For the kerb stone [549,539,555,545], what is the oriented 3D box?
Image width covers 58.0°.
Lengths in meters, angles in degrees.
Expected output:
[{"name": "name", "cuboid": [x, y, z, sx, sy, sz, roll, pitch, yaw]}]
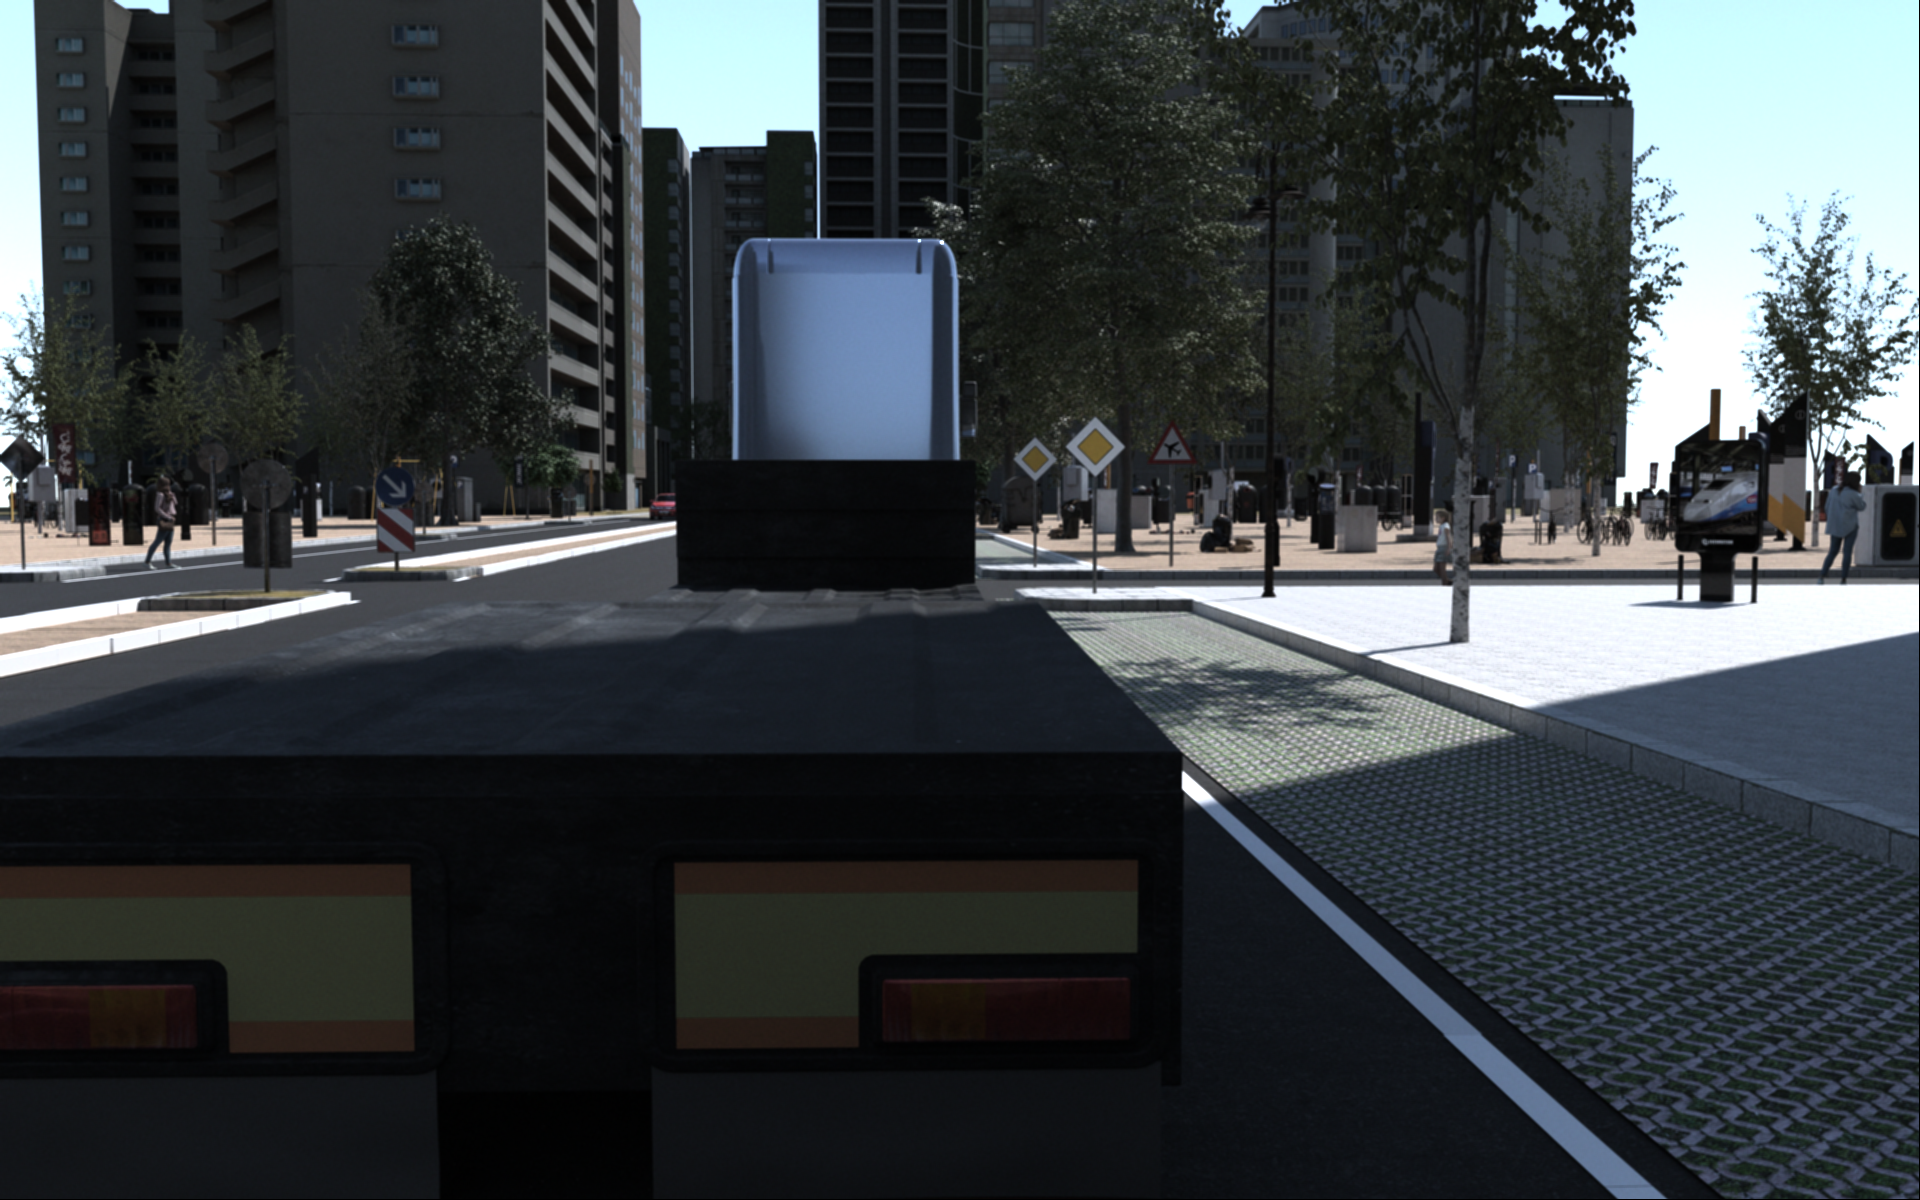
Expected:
[{"name": "kerb stone", "cuboid": [-11.472, -1.588, 48.167, 0.120, 0.150, 1.000, 0, 4, -3]}]

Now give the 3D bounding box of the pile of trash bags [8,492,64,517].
[{"name": "pile of trash bags", "cuboid": [-51.290, -5.257, 95.700, 3.447, 1.369, 1.912, 1, 4, 22]}]

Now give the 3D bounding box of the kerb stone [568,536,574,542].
[{"name": "kerb stone", "cuboid": [-11.646, -1.773, 51.245, 0.120, 0.150, 1.000, 0, 4, -3]}]

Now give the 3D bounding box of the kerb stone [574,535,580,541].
[{"name": "kerb stone", "cuboid": [-11.695, -1.839, 52.266, 0.120, 0.150, 1.000, 0, 4, -3]}]

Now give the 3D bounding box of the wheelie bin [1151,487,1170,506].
[{"name": "wheelie bin", "cuboid": [9.426, -4.490, 81.327, 0.980, 1.594, 0.693, -1, 4, -10]}]

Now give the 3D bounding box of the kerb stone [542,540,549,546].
[{"name": "kerb stone", "cuboid": [-11.419, -1.526, 47.138, 0.120, 0.150, 1.000, 0, 4, -3]}]

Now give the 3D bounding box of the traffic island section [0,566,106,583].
[{"name": "traffic island section", "cuboid": [-15.933, -0.437, 29.433, 2.009, 0.180, 2.903, 0, 4, -3]}]

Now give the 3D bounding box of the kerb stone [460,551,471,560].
[{"name": "kerb stone", "cuboid": [-10.934, -0.962, 37.924, 0.120, 0.150, 1.000, 0, 4, -3]}]

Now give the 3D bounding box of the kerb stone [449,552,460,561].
[{"name": "kerb stone", "cuboid": [-10.877, -0.899, 36.896, 0.120, 0.150, 1.000, 0, 4, -3]}]

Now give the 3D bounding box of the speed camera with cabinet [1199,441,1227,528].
[{"name": "speed camera with cabinet", "cuboid": [9.593, -4.373, 65.833, 0.660, 3.252, 2.038, 0, 4, -6]}]

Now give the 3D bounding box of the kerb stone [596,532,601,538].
[{"name": "kerb stone", "cuboid": [-11.920, -2.090, 56.361, 0.120, 0.150, 1.000, 0, 4, -3]}]

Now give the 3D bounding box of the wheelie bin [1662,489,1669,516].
[{"name": "wheelie bin", "cuboid": [41.924, -5.840, 103.398, 0.980, 1.594, 0.693, -3, 5, -43]}]

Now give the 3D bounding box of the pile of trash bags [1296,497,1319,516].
[{"name": "pile of trash bags", "cuboid": [19.742, -5.634, 101.868, 3.447, 1.369, 1.912, -2, 4, -33]}]

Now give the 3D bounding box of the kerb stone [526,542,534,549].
[{"name": "kerb stone", "cuboid": [-11.313, -1.400, 45.092, 0.120, 0.150, 1.000, 0, 4, -3]}]

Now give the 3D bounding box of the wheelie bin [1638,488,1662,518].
[{"name": "wheelie bin", "cuboid": [36.874, -5.203, 92.979, 0.693, 1.594, 0.980, -1, 4, -22]}]

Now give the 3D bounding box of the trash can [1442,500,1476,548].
[{"name": "trash can", "cuboid": [11.128, -1.649, 38.616, 0.748, 1.137, 0.748, 0, 3, 0]}]

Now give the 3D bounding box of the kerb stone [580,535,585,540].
[{"name": "kerb stone", "cuboid": [-11.749, -1.901, 53.291, 0.120, 0.150, 1.000, 0, 4, -3]}]

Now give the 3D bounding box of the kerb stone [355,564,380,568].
[{"name": "kerb stone", "cuboid": [-10.554, -0.520, 30.758, 0.120, 0.150, 1.000, 0, 4, -3]}]

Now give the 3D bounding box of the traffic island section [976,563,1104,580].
[{"name": "traffic island section", "cuboid": [1.334, -0.493, 30.343, 2.009, 0.180, 2.903, 0, 4, -3]}]

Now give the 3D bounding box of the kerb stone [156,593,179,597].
[{"name": "kerb stone", "cuboid": [-10.081, 0.016, 22.006, 0.120, 0.150, 1.000, 0, 4, -3]}]

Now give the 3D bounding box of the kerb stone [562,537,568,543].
[{"name": "kerb stone", "cuboid": [-11.590, -1.714, 50.211, 0.120, 0.150, 1.000, 0, 4, -3]}]

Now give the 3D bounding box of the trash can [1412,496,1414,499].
[{"name": "trash can", "cuboid": [27.529, -5.695, 104.763, 0.748, 1.137, 0.748, 0, 3, 0]}]

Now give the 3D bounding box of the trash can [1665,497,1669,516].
[{"name": "trash can", "cuboid": [41.397, -5.454, 100.820, 0.748, 1.137, 0.748, 0, 3, 0]}]

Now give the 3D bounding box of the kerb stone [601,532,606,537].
[{"name": "kerb stone", "cuboid": [-11.964, -2.152, 57.382, 0.120, 0.150, 1.000, 0, 4, -3]}]

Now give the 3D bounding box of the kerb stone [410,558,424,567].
[{"name": "kerb stone", "cuboid": [-10.715, -0.711, 33.827, 0.120, 0.150, 1.000, 0, 4, -3]}]

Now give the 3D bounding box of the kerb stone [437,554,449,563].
[{"name": "kerb stone", "cuboid": [-10.823, -0.830, 35.876, 0.120, 0.150, 1.000, 0, 4, -3]}]

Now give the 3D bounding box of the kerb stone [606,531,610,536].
[{"name": "kerb stone", "cuboid": [-12.024, -2.212, 58.407, 0.120, 0.150, 1.000, 0, 4, -3]}]

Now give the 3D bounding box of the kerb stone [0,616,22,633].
[{"name": "kerb stone", "cuboid": [-9.864, 0.269, 17.916, 0.120, 0.150, 1.000, 0, 4, -3]}]

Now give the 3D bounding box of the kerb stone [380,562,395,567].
[{"name": "kerb stone", "cuboid": [-10.603, -0.586, 31.781, 0.120, 0.150, 1.000, 0, 4, -3]}]

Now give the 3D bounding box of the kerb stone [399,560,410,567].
[{"name": "kerb stone", "cuboid": [-10.662, -0.649, 32.806, 0.120, 0.150, 1.000, 0, 4, -3]}]

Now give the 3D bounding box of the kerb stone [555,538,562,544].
[{"name": "kerb stone", "cuboid": [-11.534, -1.651, 49.191, 0.120, 0.150, 1.000, 0, 4, -3]}]

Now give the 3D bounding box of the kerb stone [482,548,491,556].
[{"name": "kerb stone", "cuboid": [-11.043, -1.086, 39.966, 0.120, 0.150, 1.000, 0, 4, -3]}]

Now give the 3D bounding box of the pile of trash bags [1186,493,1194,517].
[{"name": "pile of trash bags", "cuboid": [14.564, -5.489, 99.497, 3.447, 1.369, 1.912, -1, 4, -19]}]

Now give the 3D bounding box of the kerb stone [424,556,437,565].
[{"name": "kerb stone", "cuboid": [-10.764, -0.774, 34.855, 0.120, 0.150, 1.000, 0, 4, -3]}]

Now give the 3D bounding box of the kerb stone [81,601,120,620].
[{"name": "kerb stone", "cuboid": [-9.989, 0.137, 19.959, 0.120, 0.150, 1.000, 0, 4, -3]}]

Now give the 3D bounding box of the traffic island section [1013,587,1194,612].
[{"name": "traffic island section", "cuboid": [1.758, -0.005, 22.369, 2.009, 0.180, 2.903, 0, 4, -3]}]

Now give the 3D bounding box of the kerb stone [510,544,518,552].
[{"name": "kerb stone", "cuboid": [-11.201, -1.275, 43.048, 0.120, 0.150, 1.000, 0, 4, -3]}]

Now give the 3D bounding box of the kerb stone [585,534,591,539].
[{"name": "kerb stone", "cuboid": [-11.807, -1.965, 54.319, 0.120, 0.150, 1.000, 0, 4, -3]}]

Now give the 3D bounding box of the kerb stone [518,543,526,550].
[{"name": "kerb stone", "cuboid": [-11.268, -1.333, 44.071, 0.120, 0.150, 1.000, 0, 4, -3]}]

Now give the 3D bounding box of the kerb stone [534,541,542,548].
[{"name": "kerb stone", "cuboid": [-11.360, -1.463, 46.118, 0.120, 0.150, 1.000, 0, 4, -3]}]

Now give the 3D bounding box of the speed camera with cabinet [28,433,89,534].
[{"name": "speed camera with cabinet", "cuboid": [-29.298, -3.812, 56.667, 2.038, 3.252, 0.660, -3, 5, -43]}]

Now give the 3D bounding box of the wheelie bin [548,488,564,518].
[{"name": "wheelie bin", "cuboid": [-21.466, -5.162, 92.308, 0.980, 1.594, 0.693, -1, 4, -15]}]

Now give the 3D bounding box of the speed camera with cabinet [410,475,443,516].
[{"name": "speed camera with cabinet", "cuboid": [-30.954, -6.462, 99.993, 2.038, 3.252, 0.660, -1, 4, -20]}]

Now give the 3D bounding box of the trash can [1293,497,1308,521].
[{"name": "trash can", "cuboid": [16.322, -4.361, 82.960, 0.748, 1.137, 0.748, 0, 3, 0]}]

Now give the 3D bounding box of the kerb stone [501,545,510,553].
[{"name": "kerb stone", "cuboid": [-11.150, -1.212, 42.014, 0.120, 0.150, 1.000, 0, 4, -3]}]

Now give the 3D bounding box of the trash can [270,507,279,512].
[{"name": "trash can", "cuboid": [-31.697, -4.171, 79.844, 0.748, 1.137, 0.748, 0, 3, 0]}]

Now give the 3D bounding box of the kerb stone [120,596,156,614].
[{"name": "kerb stone", "cuboid": [-10.037, 0.074, 20.981, 0.120, 0.150, 1.000, 0, 4, -3]}]

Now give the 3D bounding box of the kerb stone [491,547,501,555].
[{"name": "kerb stone", "cuboid": [-11.099, -1.148, 40.990, 0.120, 0.150, 1.000, 0, 4, -3]}]

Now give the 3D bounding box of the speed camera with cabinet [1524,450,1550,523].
[{"name": "speed camera with cabinet", "cuboid": [26.404, -5.134, 78.271, 2.038, 3.252, 0.660, -2, 4, -32]}]

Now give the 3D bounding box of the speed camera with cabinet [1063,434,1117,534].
[{"name": "speed camera with cabinet", "cuboid": [4.397, -3.800, 56.464, 2.038, 3.252, 0.660, 2, 4, 29]}]

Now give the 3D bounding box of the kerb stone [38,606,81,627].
[{"name": "kerb stone", "cuboid": [-9.929, 0.199, 18.939, 0.120, 0.150, 1.000, 0, 4, -3]}]

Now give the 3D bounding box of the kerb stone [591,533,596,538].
[{"name": "kerb stone", "cuboid": [-11.861, -2.027, 55.341, 0.120, 0.150, 1.000, 0, 4, -3]}]

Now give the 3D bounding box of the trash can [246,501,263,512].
[{"name": "trash can", "cuboid": [-32.045, -4.092, 78.552, 0.748, 1.137, 0.748, 0, 3, 0]}]

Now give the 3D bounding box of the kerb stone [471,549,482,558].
[{"name": "kerb stone", "cuboid": [-10.978, -1.022, 38.945, 0.120, 0.150, 1.000, 0, 4, -3]}]

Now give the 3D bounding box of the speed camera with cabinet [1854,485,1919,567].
[{"name": "speed camera with cabinet", "cuboid": [16.961, -2.220, 30.634, 2.038, 3.252, 0.660, 0, 4, -8]}]
